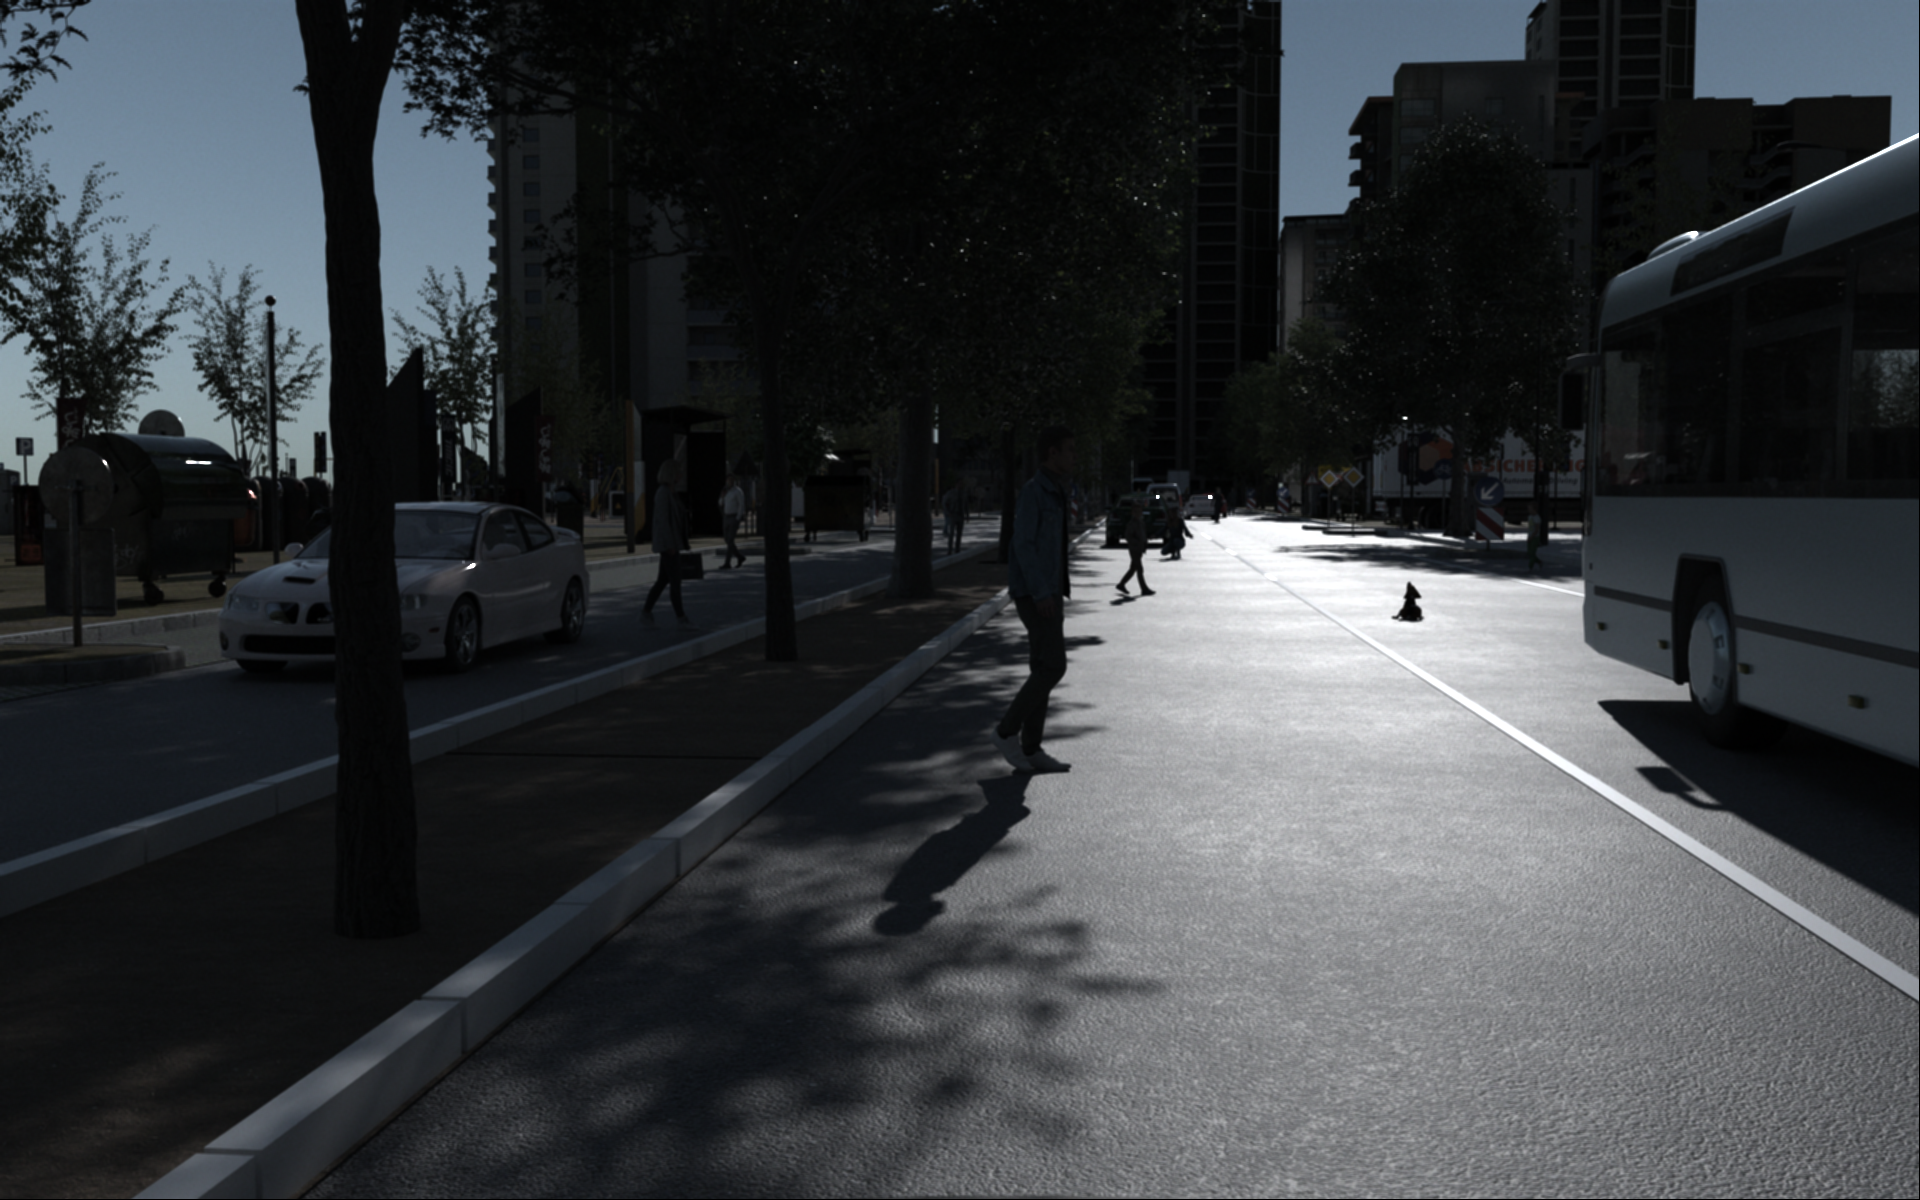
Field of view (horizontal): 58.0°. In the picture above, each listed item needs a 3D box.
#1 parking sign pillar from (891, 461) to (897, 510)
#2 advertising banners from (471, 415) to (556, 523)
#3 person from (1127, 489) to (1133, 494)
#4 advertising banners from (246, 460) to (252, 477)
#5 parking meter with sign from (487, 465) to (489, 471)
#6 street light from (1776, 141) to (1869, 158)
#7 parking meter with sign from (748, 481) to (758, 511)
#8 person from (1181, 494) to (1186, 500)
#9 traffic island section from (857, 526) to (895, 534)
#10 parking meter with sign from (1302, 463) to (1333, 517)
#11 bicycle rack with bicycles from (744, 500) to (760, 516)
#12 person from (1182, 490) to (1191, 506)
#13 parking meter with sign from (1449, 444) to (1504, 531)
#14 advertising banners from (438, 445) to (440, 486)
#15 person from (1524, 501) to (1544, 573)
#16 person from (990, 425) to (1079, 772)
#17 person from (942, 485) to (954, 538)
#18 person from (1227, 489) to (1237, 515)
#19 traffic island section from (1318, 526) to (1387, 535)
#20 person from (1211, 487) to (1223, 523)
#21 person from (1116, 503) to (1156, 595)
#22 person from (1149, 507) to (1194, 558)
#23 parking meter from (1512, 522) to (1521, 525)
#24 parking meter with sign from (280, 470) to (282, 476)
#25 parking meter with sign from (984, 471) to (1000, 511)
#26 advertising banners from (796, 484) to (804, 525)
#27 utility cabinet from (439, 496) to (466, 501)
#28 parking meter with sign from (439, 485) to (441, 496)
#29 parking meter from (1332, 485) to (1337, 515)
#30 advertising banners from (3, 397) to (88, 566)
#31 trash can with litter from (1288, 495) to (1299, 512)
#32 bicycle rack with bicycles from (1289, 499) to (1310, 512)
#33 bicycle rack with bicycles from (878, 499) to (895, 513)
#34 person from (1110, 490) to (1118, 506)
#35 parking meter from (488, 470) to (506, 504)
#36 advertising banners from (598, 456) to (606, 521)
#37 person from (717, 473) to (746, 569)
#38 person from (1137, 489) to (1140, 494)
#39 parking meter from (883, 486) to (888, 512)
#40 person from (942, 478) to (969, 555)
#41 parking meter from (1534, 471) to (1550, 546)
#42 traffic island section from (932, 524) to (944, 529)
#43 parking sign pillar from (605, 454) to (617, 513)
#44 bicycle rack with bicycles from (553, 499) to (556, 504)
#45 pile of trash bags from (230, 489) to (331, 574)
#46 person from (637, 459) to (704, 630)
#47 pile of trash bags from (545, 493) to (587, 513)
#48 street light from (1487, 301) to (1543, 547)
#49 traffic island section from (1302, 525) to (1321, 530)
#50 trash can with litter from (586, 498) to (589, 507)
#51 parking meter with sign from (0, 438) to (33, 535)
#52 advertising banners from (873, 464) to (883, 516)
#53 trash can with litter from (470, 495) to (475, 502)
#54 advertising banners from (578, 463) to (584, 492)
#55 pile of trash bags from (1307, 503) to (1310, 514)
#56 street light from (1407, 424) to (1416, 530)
[{"bbox_3d":[-5.206,-9.435,142.741,1.447,3.967,1.447,1,4,10],"label":"parking sign pillar"},{"bbox_3d":[-9.714,-2.546,37.822,2.074,3.025,0.090,-3,5,-43],"label":"advertising banners"},{"bbox_3d":[12.903,-7.452,130.439,0.767,1.812,0.694,-3,4,-38],"label":"person"},{"bbox_3d":[-36.633,-5.626,88.168,0.090,3.025,2.074,1,4,12],"label":"advertising banners"},{"bbox_3d":[-28.156,-6.477,102.156,0.543,3.016,1.738,1,4,12],"label":"parking meter with sign"},{"bbox_3d":[11.454,-3.082,22.931,1.470,5.913,1.316,0,4,6],"label":"street light"},{"bbox_3d":[-15.569,-8.217,130.600,0.543,3.016,1.738,1,4,9],"label":"parking meter with sign"},{"bbox_3d":[19.052,-8.406,149.158,0.991,1.433,0.599,0,4,-5],"label":"person"},{"bbox_3d":[-2.563,-2.523,63.529,2.009,0.180,2.903,0,4,6],"label":"traffic island section"},{"bbox_3d":[20.117,-6.186,97.396,1.738,3.016,0.543,1,4,14],"label":"parking meter with sign"},{"bbox_3d":[-12.836,-5.304,100.101,2.925,0.926,2.852,-1,4,-15],"label":"bicycle rack with bicycles"},{"bbox_3d":[21.227,-9.433,162.732,1.348,1.823,0.705,1,4,11],"label":"person"},{"bbox_3d":[18.082,-3.940,60.674,1.738,3.016,0.543,0,4,8],"label":"parking meter with sign"},{"bbox_3d":[-18.987,-3.984,61.333,2.074,3.025,0.090,3,5,39],"label":"advertising banners"},{"bbox_3d":[10.526,-1.160,31.718,0.590,1.304,0.306,-2,4,-35],"label":"person"},{"bbox_3d":[0.388,-0.004,8.914,0.444,1.785,0.601,1,4,22],"label":"person"},{"bbox_3d":[-0.410,-2.912,56.952,0.643,1.720,0.563,-2,4,-33],"label":"person"},{"bbox_3d":[18.190,-6.556,115.863,0.661,1.801,0.590,0,4,0],"label":"person"},{"bbox_3d":[14.039,-2.418,61.807,2.009,0.180,2.903,0,4,6],"label":"traffic island section"},{"bbox_3d":[12.807,-4.739,86.399,0.534,1.772,0.576,3,5,42],"label":"person"},{"bbox_3d":[2.520,-0.730,24.703,0.640,1.303,0.475,2,4,25],"label":"person"},{"bbox_3d":[4.834,-1.514,38.745,1.012,1.151,0.738,3,4,36],"label":"person"},{"bbox_3d":[23.343,-3.925,72.592,0.372,1.533,0.369,0,3,0],"label":"parking meter"},{"bbox_3d":[-48.214,-7.898,125.396,1.738,3.016,0.543,-1,4,-9],"label":"parking meter with sign"},{"bbox_3d":[2.175,-8.374,133.172,1.738,3.016,0.543,0,4,5],"label":"parking meter with sign"},{"bbox_3d":[-6.176,-4.689,72.847,2.074,3.025,0.090,-3,5,-41],"label":"advertising banners"},{"bbox_3d":[-18.741,-3.226,63.901,1.020,1.237,0.306,-3,5,-43],"label":"utility cabinet"},{"bbox_3d":[-44.148,-9.278,147.952,1.738,3.016,0.543,-1,4,-17],"label":"parking meter with sign"},{"bbox_3d":[23.002,-6.137,106.052,0.399,1.863,0.255,3,5,40],"label":"parking meter"},{"bbox_3d":[-16.738,-2.132,31.039,2.074,3.025,0.090,-2,4,-29],"label":"advertising banners"},{"bbox_3d":[23.196,-6.836,122.824,1.678,1.210,2.233,1,4,22],"label":"trash can with litter"},{"bbox_3d":[27.459,-7.711,139.456,2.925,0.926,2.852,0,4,-4],"label":"bicycle rack with bicycles"},{"bbox_3d":[-5.514,-6.247,115.524,2.852,0.926,2.925,3,4,37],"label":"bicycle rack with bicycles"},{"bbox_3d":[14.780,-9.693,166.607,1.348,1.869,0.705,-2,4,-34],"label":"person"},{"bbox_3d":[-11.133,-2.197,41.639,0.399,1.863,0.255,3,4,38],"label":"parking meter"},{"bbox_3d":[-16.853,-5.217,81.493,0.090,3.025,2.074,0,4,-3],"label":"advertising banners"},{"bbox_3d":[-4.407,-1.511,33.310,0.679,1.850,0.850,2,4,34],"label":"person"},{"bbox_3d":[10.436,-5.545,99.838,0.731,1.740,0.598,0,4,-6],"label":"person"},{"bbox_3d":[-5.235,-7.141,122.459,0.255,1.863,0.399,-2,4,-34],"label":"parking meter"},{"bbox_3d":[-0.082,-1.992,41.173,0.635,1.810,0.391,-2,4,-31],"label":"person"},{"bbox_3d":[14.455,-2.286,43.085,0.255,1.863,0.399,3,5,44],"label":"parking meter"},{"bbox_3d":[-1.739,-3.009,71.471,2.009,0.180,2.903,0,4,6],"label":"traffic island section"},{"bbox_3d":[-23.229,-7.789,115.824,1.447,3.967,1.447,-1,4,-18],"label":"parking sign pillar"},{"bbox_3d":[-30.079,-7.055,128.724,2.925,0.926,2.852,1,4,20],"label":"bicycle rack with bicycles"},{"bbox_3d":[-10.295,-1.124,28.124,3.447,1.369,1.912,0,4,-2],"label":"pile of trash bags"},{"bbox_3d":[-3.074,-0.593,18.372,0.728,1.800,0.709,0,4,8],"label":"person"},{"bbox_3d":[-27.028,-6.637,118.267,3.447,1.369,1.912,1,4,18],"label":"pile of trash bags"},{"bbox_3d":[13.404,-4.239,41.844,1.470,5.913,1.316,0,4,6],"label":"street light"},{"bbox_3d":[14.863,-2.903,69.749,2.009,0.180,2.903,0,4,6],"label":"traffic island section"},{"bbox_3d":[-29.085,-7.511,134.184,0.624,1.170,1.055,1,4,13],"label":"trash can with litter"},{"bbox_3d":[-29.717,-3.529,53.961,1.738,3.016,0.543,1,4,21],"label":"parking meter with sign"},{"bbox_3d":[-4.790,-6.289,99.009,0.090,3.025,2.074,1,4,18],"label":"advertising banners"},{"bbox_3d":[-24.294,-4.667,87.368,2.233,1.210,1.678,-1,4,-14],"label":"trash can with litter"},{"bbox_3d":[-22.947,-6.510,102.627,0.090,3.025,2.074,2,4,27],"label":"advertising banners"},{"bbox_3d":[22.772,-6.019,108.160,1.912,1.369,3.447,0,4,5],"label":"pile of trash bags"},{"bbox_3d":[15.496,-5.436,61.420,1.470,5.913,1.316,0,4,6],"label":"street light"}]
